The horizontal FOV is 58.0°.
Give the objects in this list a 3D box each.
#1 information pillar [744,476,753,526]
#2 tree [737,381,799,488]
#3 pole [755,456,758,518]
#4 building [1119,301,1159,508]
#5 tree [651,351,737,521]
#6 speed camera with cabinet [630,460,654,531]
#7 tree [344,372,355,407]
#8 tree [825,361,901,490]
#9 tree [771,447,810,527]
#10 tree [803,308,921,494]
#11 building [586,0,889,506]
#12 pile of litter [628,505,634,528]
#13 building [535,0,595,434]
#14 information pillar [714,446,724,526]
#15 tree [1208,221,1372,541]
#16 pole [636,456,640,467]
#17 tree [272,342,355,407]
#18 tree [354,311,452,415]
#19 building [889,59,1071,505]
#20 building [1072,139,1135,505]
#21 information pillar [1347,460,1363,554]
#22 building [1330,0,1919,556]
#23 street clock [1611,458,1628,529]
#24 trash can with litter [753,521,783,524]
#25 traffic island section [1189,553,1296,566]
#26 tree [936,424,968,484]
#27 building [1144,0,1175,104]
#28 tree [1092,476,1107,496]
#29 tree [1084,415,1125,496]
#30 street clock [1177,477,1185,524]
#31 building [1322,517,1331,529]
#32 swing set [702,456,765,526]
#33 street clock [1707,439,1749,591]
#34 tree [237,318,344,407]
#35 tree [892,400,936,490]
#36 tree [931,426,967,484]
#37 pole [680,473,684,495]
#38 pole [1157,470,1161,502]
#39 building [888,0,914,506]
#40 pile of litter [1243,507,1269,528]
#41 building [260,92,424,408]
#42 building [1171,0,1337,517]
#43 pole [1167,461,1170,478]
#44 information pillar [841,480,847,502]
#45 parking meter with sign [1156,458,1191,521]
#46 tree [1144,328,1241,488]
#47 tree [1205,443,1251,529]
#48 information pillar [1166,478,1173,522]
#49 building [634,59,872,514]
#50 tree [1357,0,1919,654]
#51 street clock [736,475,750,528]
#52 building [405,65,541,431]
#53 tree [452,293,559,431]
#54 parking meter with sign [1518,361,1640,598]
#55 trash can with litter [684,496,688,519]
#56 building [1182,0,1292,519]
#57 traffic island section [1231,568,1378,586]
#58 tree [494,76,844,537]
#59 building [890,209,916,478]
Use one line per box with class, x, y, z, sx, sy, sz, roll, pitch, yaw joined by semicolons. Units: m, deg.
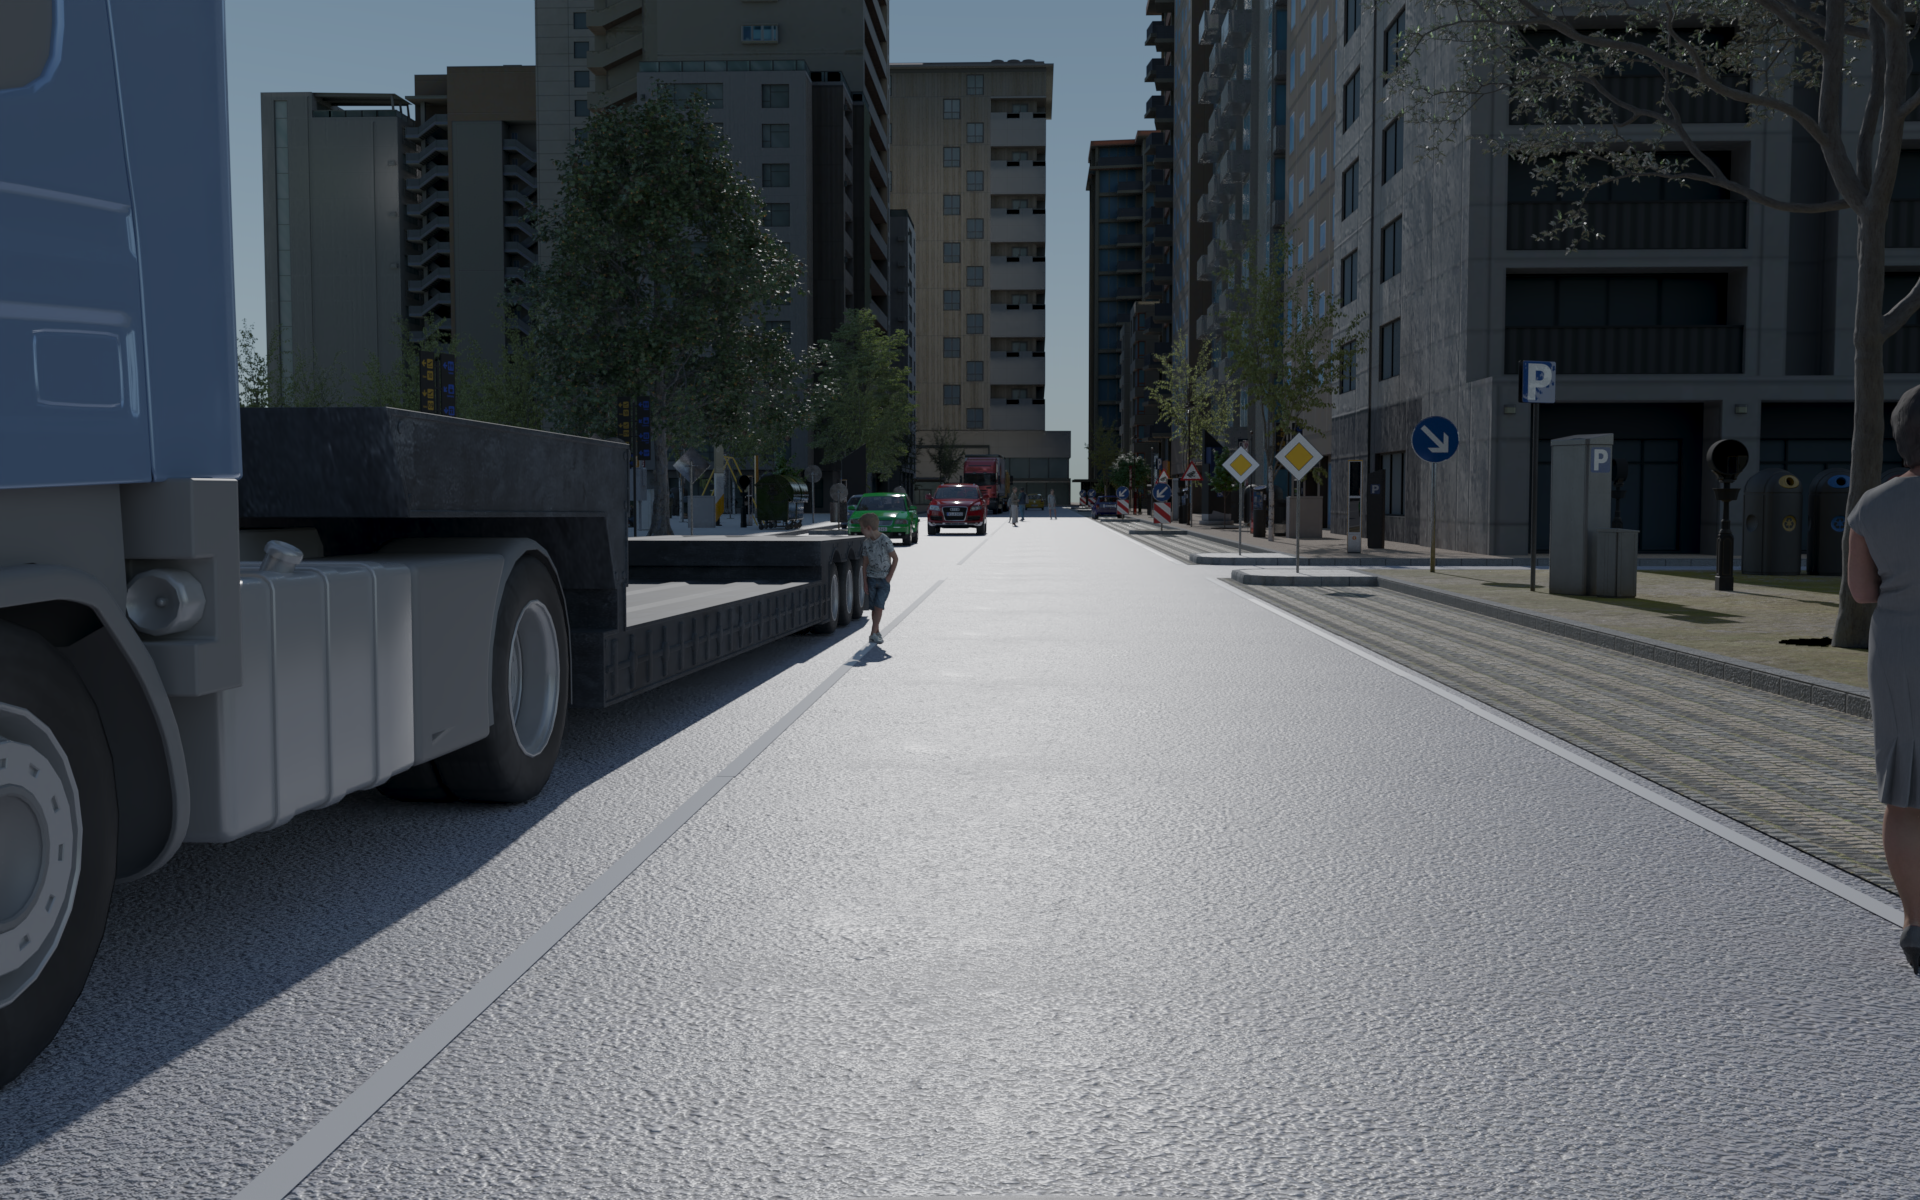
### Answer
information pillar;-8.555;-3.991;69.743;0.304;2.012;0.304;1;4;22
tree;-10.871;-9.037;98.121;4.737;8.622;4.395;0;3;0
pole;-10.767;-5.983;91.671;0.158;3.312;0.155;0;3;0
building;30.155;-19.827;169.209;27.650;21.520;28.899;0;4;3
tree;-13.491;-8.144;83.519;4.737;8.622;4.395;0;3;0
speed camera with cabinet;-11.163;-4.075;60.957;0.660;3.252;2.038;1;4;9
tree;-30.232;-8.602;90.998;4.737;8.622;4.395;0;3;0
tree;-5.394;-8.937;96.480;4.737;8.622;4.395;0;3;0
tree;-6.947;-4.461;67.546;1.663;3.219;1.824;0;3;0
tree;-6.058;-11.511;106.334;7.486;12.596;7.792;0;3;0
building;-17.158;-31.368;136.567;21.300;48.544;21.600;0;4;3
pile of litter;-12.885;-3.211;66.469;1.176;0.858;1.719;2;4;32
building;-29.418;-44.979;173.652;20.611;71.187;20.563;0;4;3
information pillar;-9.664;-4.773;69.386;0.183;3.616;0.504;2;4;35
tree;8.603;-5.895;46.746;4.737;8.622;4.395;0;3;0
pole;-17.179;-6.025;92.351;0.158;3.312;0.155;0;3;0
tree;-30.846;-8.121;83.135;4.360;8.622;3.978;0;3;0
tree;-21.467;-7.255;68.988;4.737;8.622;4.395;0;3;0
building;-0.330;-38.081;211.866;27.495;52.752;28.713;0;4;3
building;28.005;-33.807;207.363;28.867;44.769;22.147;0;4;3
information pillar;8.530;-2.015;37.436;0.304;2.012;0.304;1;4;11
building;21.803;-37.034;43.758;20.611;71.187;20.563;0;4;3
street clock;13.381;-1.875;35.234;0.358;2.002;0.471;0;4;0
trash can with litter;-8.527;-3.961;75.822;1.678;1.210;2.233;1;4;21
traffic island section;5.875;-0.853;36.220;2.009;0.180;2.903;0;4;3
tree;-1.691;-13.971;178.787;4.360;8.622;3.978;0;3;0
building;26.257;-29.675;139.813;22.147;44.769;28.867;0;4;3
tree;13.970;-10.710;169.710;1.663;3.219;1.824;0;3;0
tree;13.599;-12.913;161.492;4.737;8.622;4.395;0;3;0
street clock;9.549;-4.298;74.834;0.358;2.002;0.471;0;4;3
building;20.202;-25.352;64.622;14.600;45.320;14.200;0;4;3
swing set;-9.658;-4.546;71.955;2.862;2.851;3.119;0;4;0
street clock;10.165;-1.126;22.979;0.471;2.002;0.358;0;4;8
tree;-29.437;-7.530;73.484;4.737;8.622;4.395;0;3;0
tree;-4.405;-11.178;133.128;4.360;8.622;3.978;0;3;0
tree;-1.314;-14.628;189.533;4.737;8.622;4.395;0;3;0
pole;-15.822;-6.406;98.575;0.158;3.312;0.155;0;3;0
pole;12.030;-6.778;104.668;0.158;3.312;0.155;0;3;0
building;-14.754;-43.981;157.348;20.563;71.187;20.611;0;4;3
pile of litter;11.441;-3.222;66.646;1.176;0.858;1.719;2;4;32
building;-62.224;-30.327;179.438;14.086;41.232;14.154;0;4;3
building;22.062;-28.641;118.390;14.600;45.320;14.200;0;4;3
pole;13.001;-6.994;108.191;0.158;3.312;0.155;0;3;0
information pillar;-5.945;-5.150;88.702;0.304;2.012;0.304;0;4;-4
parking meter with sign;10.382;-5.361;83.912;1.738;3.016;0.543;2;4;30
tree;10.461;-7.796;77.830;4.360;8.622;3.978;0;3;0
tree;9.610;-4.210;63.433;1.663;3.219;1.824;0;3;0
information pillar;9.747;-4.659;80.672;0.304;2.012;0.304;0;4;0
building;-13.754;-21.250;119.131;14.160;30.474;14.107;0;4;3
tree;7.660;-6.346;14.122;12.009;13.543;11.850;0;3;0
street clock;-8.267;-3.764;66.112;0.471;2.002;0.358;-2;4;-33
building;-47.492;-32.337;178.823;14.200;45.320;14.600;0;4;3
tree;-15.551;-6.830;62.041;4.737;8.622;4.395;0;3;0
parking meter with sign;7.889;-1.576;22.028;0.543;3.016;1.738;-1;4;-23
trash can with litter;-14.084;-4.774;89.440;0.624;1.170;1.055;0;4;-1
building;24.923;-29.052;94.601;23.786;49.044;30.456;0;4;3
traffic island section;5.523;-0.365;28.243;2.009;0.180;2.903;0;4;3
tree;-8.340;-8.020;48.137;9.611;12.733;9.660;0;3;0
building;-11.682;-24.835;177.748;14.107;30.474;14.160;0;4;3
